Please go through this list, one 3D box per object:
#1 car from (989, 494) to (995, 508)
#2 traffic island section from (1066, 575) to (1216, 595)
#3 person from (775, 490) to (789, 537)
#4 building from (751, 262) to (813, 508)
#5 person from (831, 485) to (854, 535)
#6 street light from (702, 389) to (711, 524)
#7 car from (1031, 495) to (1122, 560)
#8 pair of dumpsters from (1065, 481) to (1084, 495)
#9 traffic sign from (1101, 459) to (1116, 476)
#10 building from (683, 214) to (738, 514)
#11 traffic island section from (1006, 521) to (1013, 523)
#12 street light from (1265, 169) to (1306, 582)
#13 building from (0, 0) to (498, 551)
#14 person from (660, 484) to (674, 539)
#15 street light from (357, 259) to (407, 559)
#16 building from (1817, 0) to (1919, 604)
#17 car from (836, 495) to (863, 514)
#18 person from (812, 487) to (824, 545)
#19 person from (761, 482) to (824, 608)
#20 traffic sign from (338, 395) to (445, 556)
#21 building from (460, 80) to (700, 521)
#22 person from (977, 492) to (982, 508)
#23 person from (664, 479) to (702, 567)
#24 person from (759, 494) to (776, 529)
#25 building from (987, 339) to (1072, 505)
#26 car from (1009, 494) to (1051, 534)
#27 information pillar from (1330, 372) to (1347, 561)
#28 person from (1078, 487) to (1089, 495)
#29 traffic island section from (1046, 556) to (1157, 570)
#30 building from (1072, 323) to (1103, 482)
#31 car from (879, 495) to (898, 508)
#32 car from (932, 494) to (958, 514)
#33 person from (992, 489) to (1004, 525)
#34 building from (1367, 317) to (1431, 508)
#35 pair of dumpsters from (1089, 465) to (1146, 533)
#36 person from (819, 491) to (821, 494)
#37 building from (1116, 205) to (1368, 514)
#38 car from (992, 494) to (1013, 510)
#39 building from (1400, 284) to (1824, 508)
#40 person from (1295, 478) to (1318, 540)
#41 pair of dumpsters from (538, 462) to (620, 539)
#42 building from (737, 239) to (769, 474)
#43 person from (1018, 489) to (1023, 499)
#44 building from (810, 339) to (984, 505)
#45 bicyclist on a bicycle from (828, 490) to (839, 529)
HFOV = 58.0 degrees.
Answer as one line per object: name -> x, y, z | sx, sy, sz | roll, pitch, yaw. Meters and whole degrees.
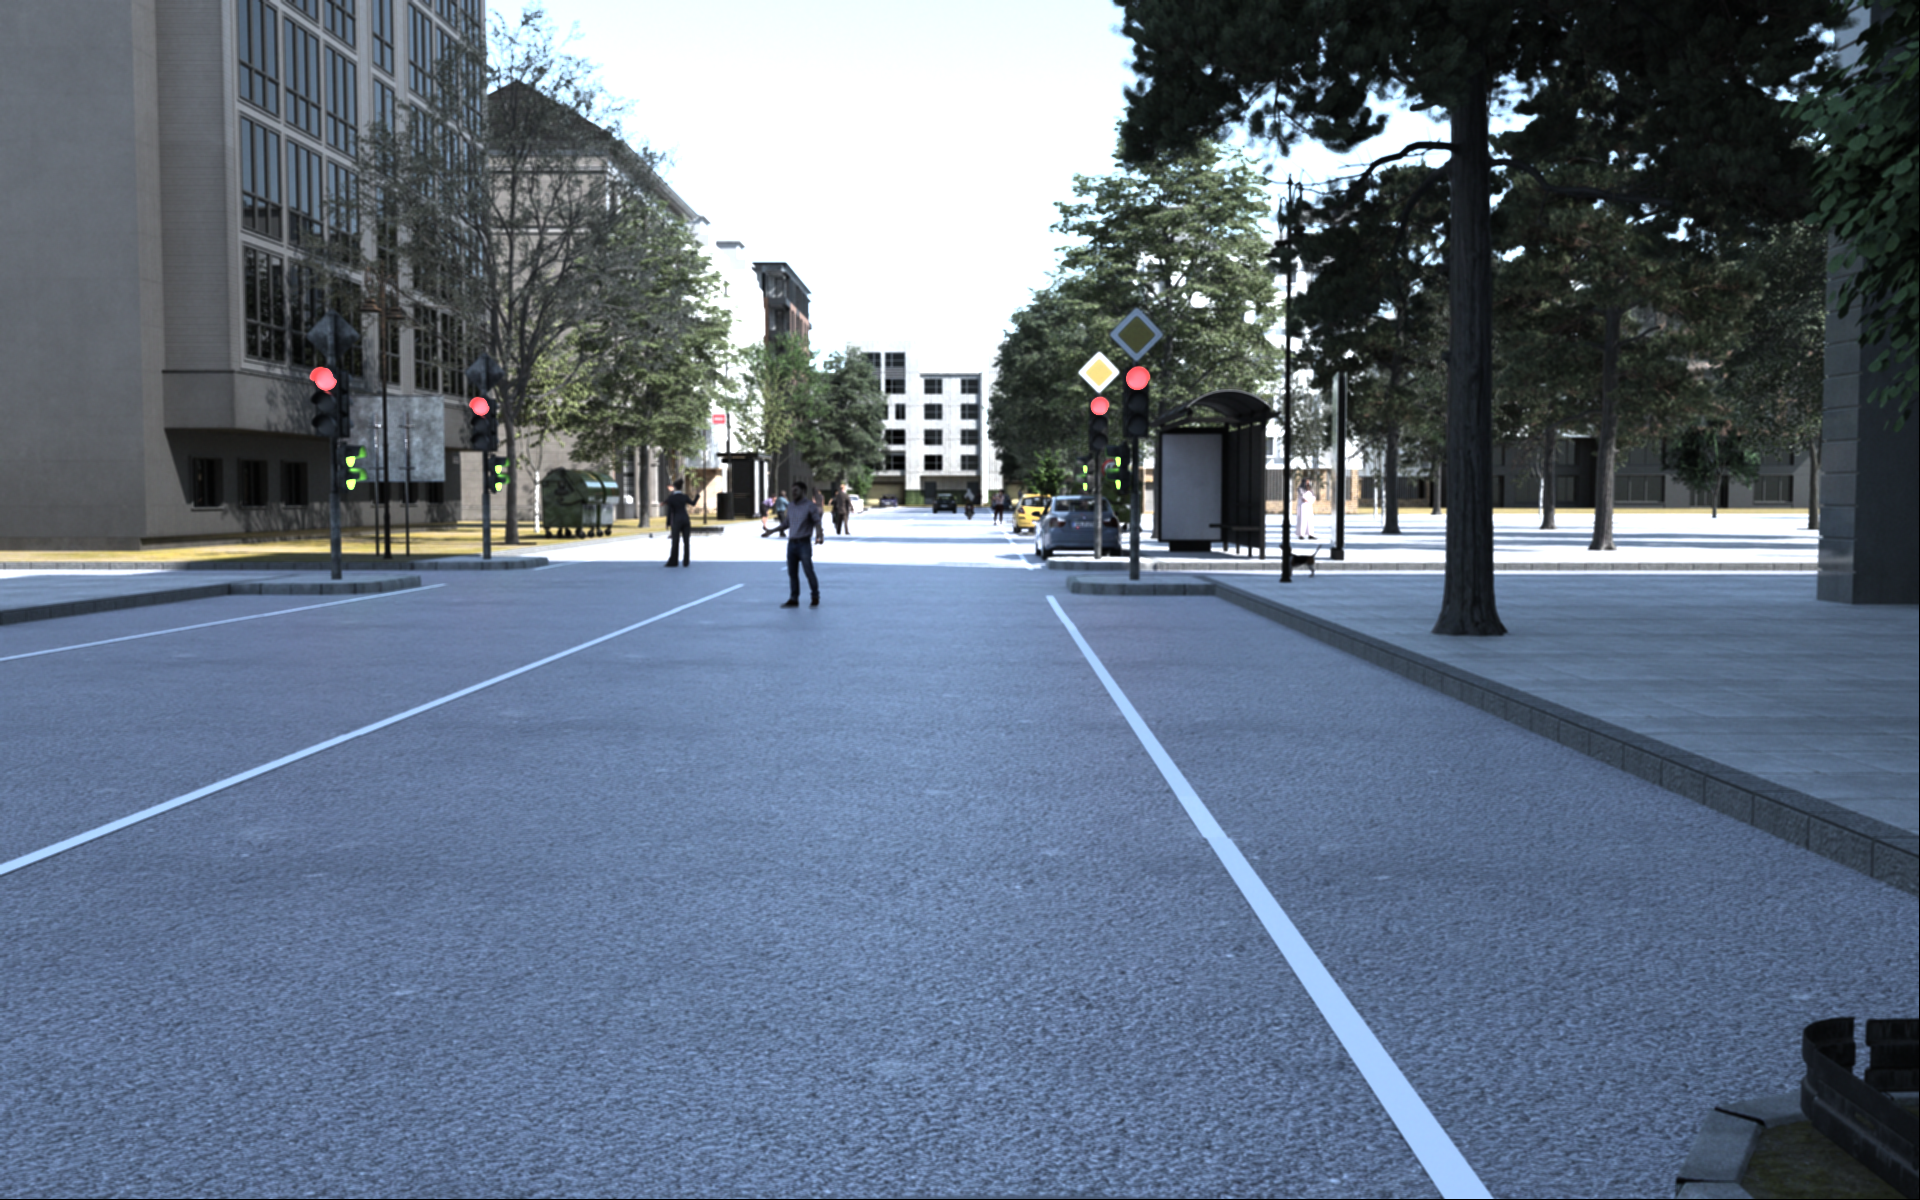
car -> 4.121, -10.485, 180.463 | 2.155, 1.783, 4.494 | 0, 4, 1
traffic island section -> 2.637, -0.224, 25.944 | 2.009, 0.180, 2.903 | 0, 4, 1
person -> -5.942, -2.880, 57.804 | 0.429, 1.552, 0.499 | -1, 4, -18
building -> -31.397, -19.733, 166.602 | 32.646, 21.610, 27.936 | 0, 4, 1
person -> -4.101, -3.173, 60.938 | 0.990, 1.755, 0.434 | 3, 4, 39
street light -> -10.920, -6.193, 74.040 | 0.468, 5.910, 1.993 | 0, 4, 1
car -> 2.640, -1.659, 39.128 | 2.014, 1.417, 4.499 | 0, 4, 0
pair of dumpsters -> 6.047, -5.042, 84.937 | 1.574, 2.255, 4.436 | 0, 4, 0
traffic sign -> 5.462, -3.804, 62.300 | 0.768, 2.556, 0.104 | 1, 4, 9
building -> -23.803, -15.828, 115.205 | 16.016, 20.091, 11.380 | 0, 4, 1
traffic island section -> 3.277, -3.884, 86.372 | 1.991, 0.108, 1.994 | 0, 4, 1
street light -> 4.749, -3.198, 25.082 | 0.468, 5.910, 1.993 | 0, 4, 1
building -> -23.644, -15.690, 50.037 | 14.314, 27.812, 24.014 | 0, 4, 1
person -> -9.363, -2.863, 55.751 | 0.568, 1.767, 0.683 | -1, 4, -12
street light -> -11.356, -3.756, 34.193 | 0.468, 5.910, 1.993 | 0, 4, 1
building -> 15.607, -13.935, 5.329 | 11.434, 29.767, 29.804 | 0, 4, 1
car -> -8.108, -7.015, 127.053 | 2.083, 1.381, 4.827 | 0, 4, 0
person -> -4.050, -2.385, 48.959 | 0.415, 1.643, 0.593 | 0, 4, -2
person -> -2.027, -0.693, 21.789 | 0.963, 1.587, 0.435 | 2, 4, 26
traffic sign -> -11.722, -2.558, 35.696 | 2.265, 3.308, 0.079 | 0, 4, 5
building -> -20.839, -14.159, 82.411 | 10.553, 20.767, 40.483 | 0, 4, 1
person -> 1.944, -10.066, 174.547 | 0.415, 1.643, 0.593 | 3, 5, 43
person -> -5.476, -1.527, 34.274 | 0.445, 1.727, 0.742 | 3, 4, 36
person -> -7.644, -3.495, 68.873 | 0.697, 1.427, 0.421 | -1, 4, -14
building -> 19.069, -20.772, 206.074 | 31.486, 18.905, 16.747 | 0, 4, 1
car -> 2.836, -3.271, 63.710 | 2.015, 1.641, 3.980 | 0, 4, 0
information pillar -> 7.443, -2.615, 34.075 | 0.184, 3.620, 1.656 | 1, 4, 9
person -> 5.298, -4.103, 73.820 | 0.565, 1.739, 0.600 | 1, 4, 16
traffic island section -> 2.722, -0.712, 33.929 | 2.009, 0.180, 2.903 | 0, 4, 1
building -> 20.185, -18.228, 164.484 | 16.747, 18.905, 31.486 | 0, 4, 1
car -> -7.587, -10.527, 184.688 | 1.945, 1.354, 3.894 | 0, 4, 1
car -> -1.125, -7.295, 129.062 | 2.009, 1.686, 4.222 | 0, 4, 1
person -> 1.755, -4.249, 79.433 | 0.566, 1.644, 0.517 | -1, 4, -16
building -> 39.333, -19.289, 171.789 | 11.380, 20.091, 16.016 | 0, 4, 1
pair of dumpsters -> 5.361, -3.436, 58.669 | 1.574, 2.255, 4.436 | 0, 4, 1
person -> -8.274, -5.619, 102.071 | 0.444, 1.614, 0.593 | 2, 4, 29
building -> 18.578, -16.072, 119.205 | 16.016, 20.091, 11.380 | 0, 4, 1
car -> 3.841, -8.968, 158.632 | 2.014, 1.417, 4.499 | 0, 4, 2
building -> 61.309, -19.727, 166.508 | 32.646, 21.610, 27.936 | 0, 4, 1
person -> 9.689, -2.560, 48.573 | 0.621, 1.740, 0.551 | 3, 5, 39
pair of dumpsters -> -11.271, -2.981, 51.228 | 1.574, 2.255, 4.436 | 0, 4, 1
building -> -22.856, -16.540, 126.847 | 16.016, 20.091, 11.380 | 0, 4, 1
person -> 6.399, -10.682, 180.562 | 0.599, 1.838, 0.709 | 1, 4, 10
building -> -12.936, -20.793, 206.426 | 31.486, 18.905, 16.747 | 0, 4, 1
bicyclist on a bicycle -> -5.078, -3.742, 71.199 | 1.499, 1.676, 1.625 | 0, 4, 1
